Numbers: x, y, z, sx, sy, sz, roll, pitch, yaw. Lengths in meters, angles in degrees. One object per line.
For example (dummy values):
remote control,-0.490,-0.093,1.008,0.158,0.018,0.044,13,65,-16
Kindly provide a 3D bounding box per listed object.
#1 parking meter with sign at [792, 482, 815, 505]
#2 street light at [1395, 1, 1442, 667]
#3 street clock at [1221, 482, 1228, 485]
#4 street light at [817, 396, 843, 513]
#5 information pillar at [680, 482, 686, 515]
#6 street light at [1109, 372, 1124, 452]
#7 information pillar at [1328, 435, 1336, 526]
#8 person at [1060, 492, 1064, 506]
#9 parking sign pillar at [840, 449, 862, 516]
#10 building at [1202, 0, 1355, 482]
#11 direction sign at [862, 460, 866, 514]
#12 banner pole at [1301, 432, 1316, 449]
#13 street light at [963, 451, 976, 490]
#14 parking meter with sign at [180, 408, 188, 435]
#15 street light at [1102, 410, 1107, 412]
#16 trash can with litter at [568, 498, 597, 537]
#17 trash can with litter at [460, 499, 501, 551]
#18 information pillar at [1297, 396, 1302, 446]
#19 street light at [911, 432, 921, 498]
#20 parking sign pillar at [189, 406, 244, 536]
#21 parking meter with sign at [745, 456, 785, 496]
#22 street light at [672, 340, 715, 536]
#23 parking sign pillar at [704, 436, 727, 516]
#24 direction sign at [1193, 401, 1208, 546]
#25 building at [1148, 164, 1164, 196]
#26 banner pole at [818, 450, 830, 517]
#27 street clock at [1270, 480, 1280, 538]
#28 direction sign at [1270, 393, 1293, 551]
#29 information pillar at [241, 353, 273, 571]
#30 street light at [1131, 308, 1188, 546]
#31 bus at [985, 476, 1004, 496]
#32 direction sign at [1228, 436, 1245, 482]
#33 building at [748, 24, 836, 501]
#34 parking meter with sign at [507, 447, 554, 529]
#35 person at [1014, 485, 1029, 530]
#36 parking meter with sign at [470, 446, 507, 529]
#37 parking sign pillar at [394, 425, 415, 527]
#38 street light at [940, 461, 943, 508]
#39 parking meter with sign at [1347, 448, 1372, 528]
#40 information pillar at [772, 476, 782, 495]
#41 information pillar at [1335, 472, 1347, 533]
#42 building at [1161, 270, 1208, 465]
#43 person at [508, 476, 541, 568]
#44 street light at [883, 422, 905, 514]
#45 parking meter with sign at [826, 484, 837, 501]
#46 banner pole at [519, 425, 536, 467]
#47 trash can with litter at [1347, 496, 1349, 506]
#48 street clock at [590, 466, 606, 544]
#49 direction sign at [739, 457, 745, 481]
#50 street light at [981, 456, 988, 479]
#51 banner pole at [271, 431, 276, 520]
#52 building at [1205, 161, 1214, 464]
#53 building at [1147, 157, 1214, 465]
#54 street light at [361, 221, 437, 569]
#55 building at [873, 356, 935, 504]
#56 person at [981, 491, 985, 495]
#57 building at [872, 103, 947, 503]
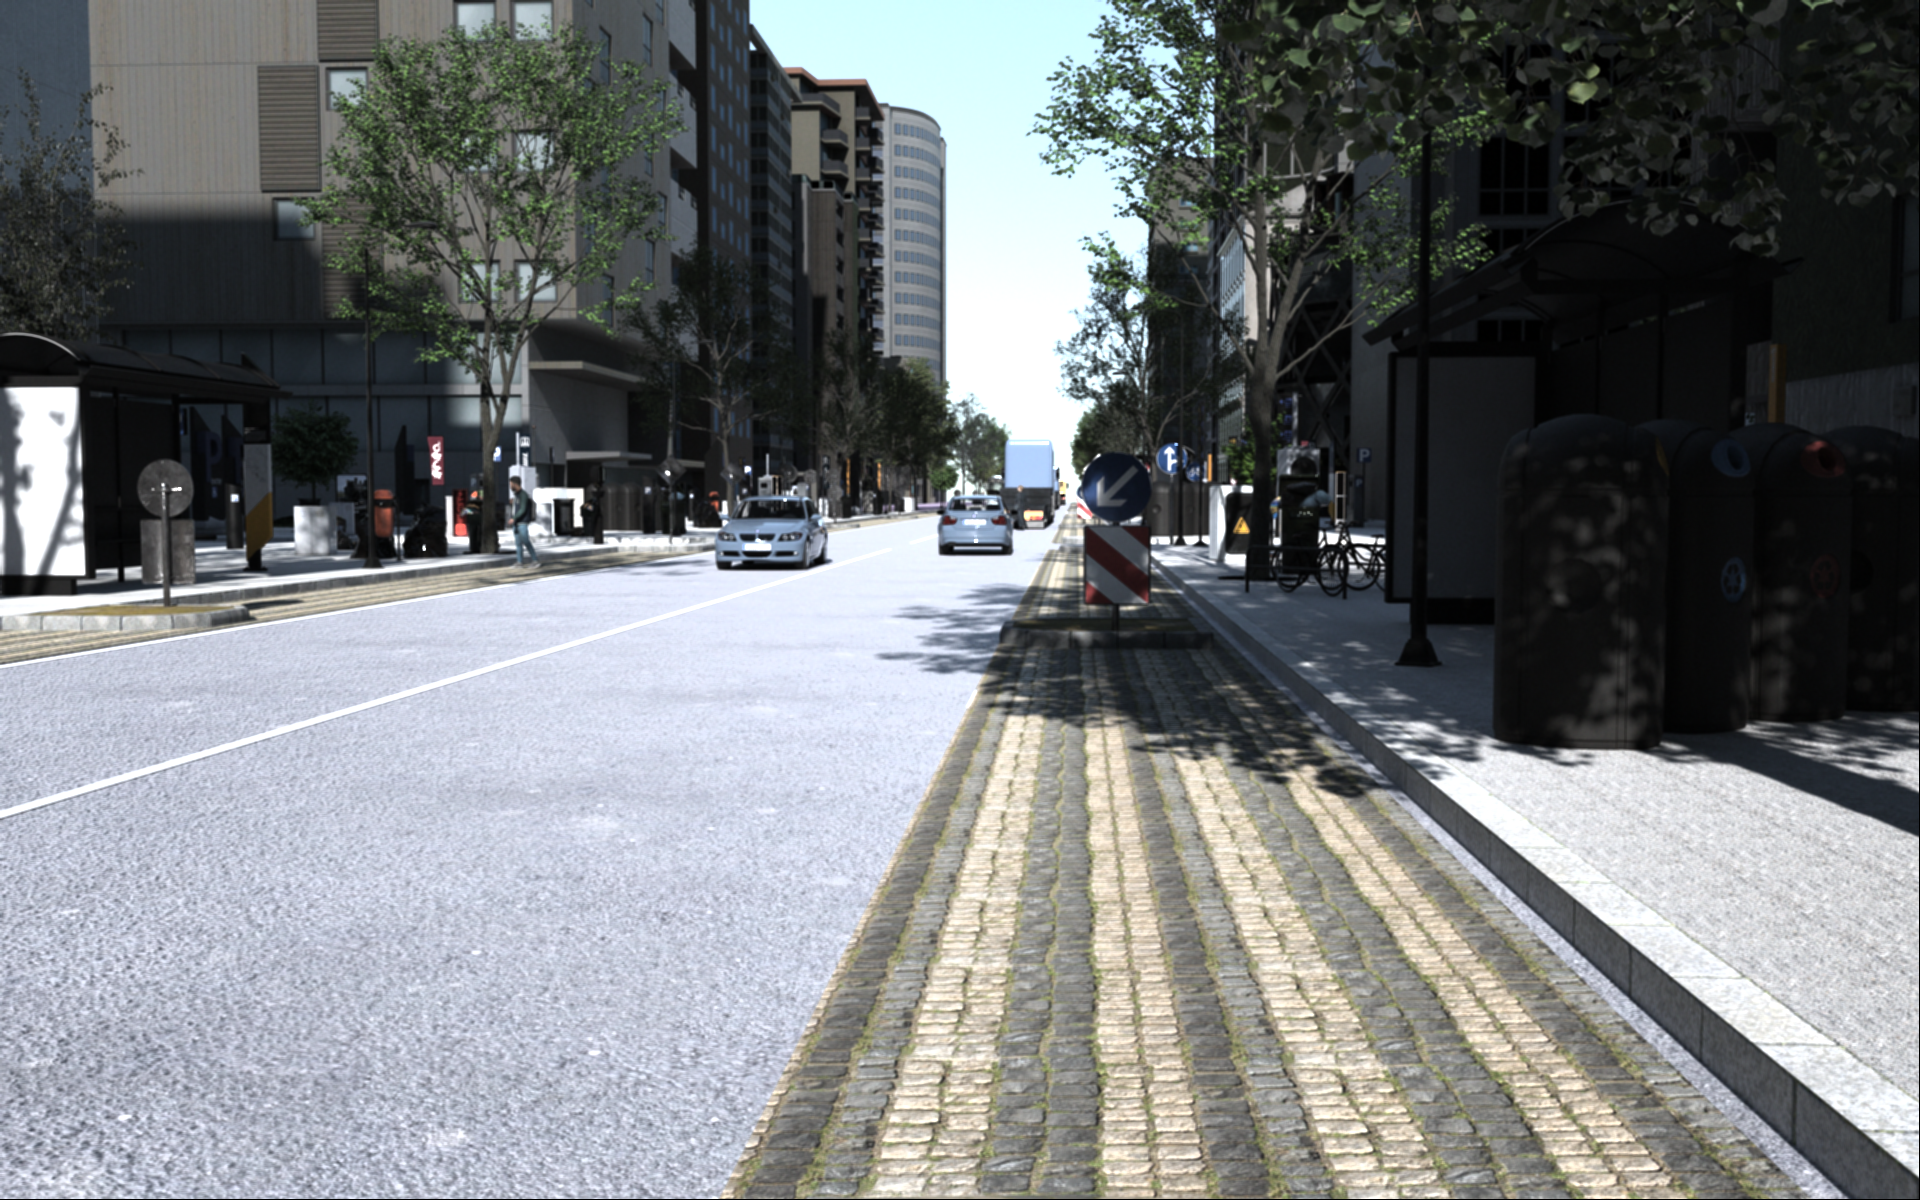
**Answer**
parking meter with sign,-10.115,-7.055,111.603,1.738,3.016,0.543,2,4,26
street light,2.903,-2.467,12.876,1.470,5.913,1.316,0,4,4
street clock,15.595,-5.972,102.216,0.358,2.002,0.471,-3,5,-40
street light,-6.216,-6.698,82.055,1.470,5.913,1.316,0,4,4
information pillar,-17.197,-6.301,107.515,0.304,2.012,0.304,0,4,8
street light,6.457,-5.709,65.888,1.470,5.913,1.316,0,4,4
information pillar,14.928,-4.776,69.440,0.183,3.616,0.504,-1,4,-13
person,11.974,-12.062,206.240,0.721,1.766,1.217,3,5,39
parking sign pillar,-6.515,-6.950,102.102,1.447,3.967,1.447,3,5,43
building,31.768,-43.912,156.213,20.563,71.187,20.611,0,4,4
direction sign,-6.362,-7.484,114.368,0.379,3.537,0.876,-1,4,-17
banner pole,13.886,-4.866,69.583,0.863,3.779,0.401,1,4,16
street light,0.863,-13.185,188.115,1.470,5.913,1.316,0,4,4
parking meter with sign,-16.305,-2.341,34.530,0.543,3.016,1.738,2,4,28
street light,8.472,-7.543,95.872,1.470,5.913,1.316,0,4,4
trash can with litter,-11.304,-2.481,51.952,1.055,1.170,0.624,2,4,25
trash can with litter,-10.746,-1.682,38.885,0.624,1.170,1.055,0,4,6
information pillar,7.997,-3.065,41.470,0.183,3.616,0.504,-2,4,-24
street light,-3.082,-9.533,128.412,1.470,5.913,1.316,0,4,4
parking sign pillar,-23.419,-4.002,53.901,1.447,3.967,1.447,0,4,2
parking meter with sign,-8.907,-5.082,79.359,1.738,3.016,0.543,0,4,-3
street light,-8.092,-4.883,52.376,1.470,5.913,1.316,0,4,4
parking sign pillar,-11.400,-5.653,80.899,1.447,3.967,1.447,-3,5,-42
direction sign,5.921,-3.093,42.561,0.379,3.537,0.876,0,4,0
building,43.383,-41.555,268.656,28.713,52.752,27.495,0,4,4
banner pole,-7.973,-6.782,100.906,0.863,3.779,0.401,0,4,3
street clock,9.387,-2.839,50.991,0.471,2.002,0.358,2,4,27
direction sign,7.028,-2.872,38.947,0.876,3.537,0.379,0,4,7
information pillar,-11.675,-2.288,28.760,0.504,3.616,0.183,1,4,16
street light,4.916,-4.293,42.728,1.470,5.913,1.316,0,4,4
bus,4.010,-10.506,166.630,2.948,3.499,13.247,0,4,3
direction sign,10.851,-4.620,67.526,0.876,3.537,0.379,3,4,39
building,-26.698,-27.405,139.960,32.217,40.220,23.993,0,4,4
parking meter with sign,-15.939,-4.151,64.135,1.738,3.016,0.543,0,4,-7
person,2.450,-3.631,68.291,0.534,1.772,0.576,2,4,30
parking meter with sign,-17.420,-4.073,62.859,0.543,3.016,1.738,2,4,32
parking sign pillar,-21.963,-4.894,68.484,1.447,3.967,1.447,-2,4,-32
street light,-1.154,-11.348,158.087,1.470,5.913,1.316,0,4,4
parking meter with sign,15.240,-4.294,66.474,0.543,3.016,1.738,0,4,-4
information pillar,-7.380,-4.005,69.971,0.304,2.012,0.304,3,5,41
information pillar,12.507,-3.199,56.802,0.304,2.012,0.304,2,4,28
building,33.356,-27.861,227.232,14.160,30.474,14.107,0,4,4
person,-8.477,-1.503,33.414,0.721,1.781,0.623,-3,5,-40
street light,-4.259,-8.513,111.728,1.470,5.913,1.316,0,4,4
parking meter with sign,-9.166,-7.972,126.603,0.543,3.016,1.738,3,4,38
banner pole,-15.743,-4.482,63.294,0.863,3.779,0.401,1,4,21
trash can with litter,20.019,-4.772,89.403,0.624,1.170,1.055,2,4,28
street clock,-9.220,-2.421,44.151,0.358,2.002,0.471,1,4,15
direction sign,-13.361,-6.988,106.252,0.379,3.537,0.876,1,4,17
street light,2.401,-14.587,211.043,1.470,5.913,1.316,0,4,4
banner pole,-27.530,-4.833,69.029,0.401,3.779,0.863,2,4,27
building,38.544,-29.851,179.943,32.217,40.220,23.993,0,4,4
building,37.636,-37.976,244.611,21.300,48.544,21.600,0,4,4
street light,-9.603,-3.496,29.693,1.470,5.913,1.316,0,4,4
building,-18.285,-23.807,234.280,27.650,21.520,28.899,0,4,4
person,2.659,-11.097,190.392,0.568,1.767,0.683,2,4,31
building,-13.531,-44.000,261.400,21.231,58.520,28.212,0,4,4
